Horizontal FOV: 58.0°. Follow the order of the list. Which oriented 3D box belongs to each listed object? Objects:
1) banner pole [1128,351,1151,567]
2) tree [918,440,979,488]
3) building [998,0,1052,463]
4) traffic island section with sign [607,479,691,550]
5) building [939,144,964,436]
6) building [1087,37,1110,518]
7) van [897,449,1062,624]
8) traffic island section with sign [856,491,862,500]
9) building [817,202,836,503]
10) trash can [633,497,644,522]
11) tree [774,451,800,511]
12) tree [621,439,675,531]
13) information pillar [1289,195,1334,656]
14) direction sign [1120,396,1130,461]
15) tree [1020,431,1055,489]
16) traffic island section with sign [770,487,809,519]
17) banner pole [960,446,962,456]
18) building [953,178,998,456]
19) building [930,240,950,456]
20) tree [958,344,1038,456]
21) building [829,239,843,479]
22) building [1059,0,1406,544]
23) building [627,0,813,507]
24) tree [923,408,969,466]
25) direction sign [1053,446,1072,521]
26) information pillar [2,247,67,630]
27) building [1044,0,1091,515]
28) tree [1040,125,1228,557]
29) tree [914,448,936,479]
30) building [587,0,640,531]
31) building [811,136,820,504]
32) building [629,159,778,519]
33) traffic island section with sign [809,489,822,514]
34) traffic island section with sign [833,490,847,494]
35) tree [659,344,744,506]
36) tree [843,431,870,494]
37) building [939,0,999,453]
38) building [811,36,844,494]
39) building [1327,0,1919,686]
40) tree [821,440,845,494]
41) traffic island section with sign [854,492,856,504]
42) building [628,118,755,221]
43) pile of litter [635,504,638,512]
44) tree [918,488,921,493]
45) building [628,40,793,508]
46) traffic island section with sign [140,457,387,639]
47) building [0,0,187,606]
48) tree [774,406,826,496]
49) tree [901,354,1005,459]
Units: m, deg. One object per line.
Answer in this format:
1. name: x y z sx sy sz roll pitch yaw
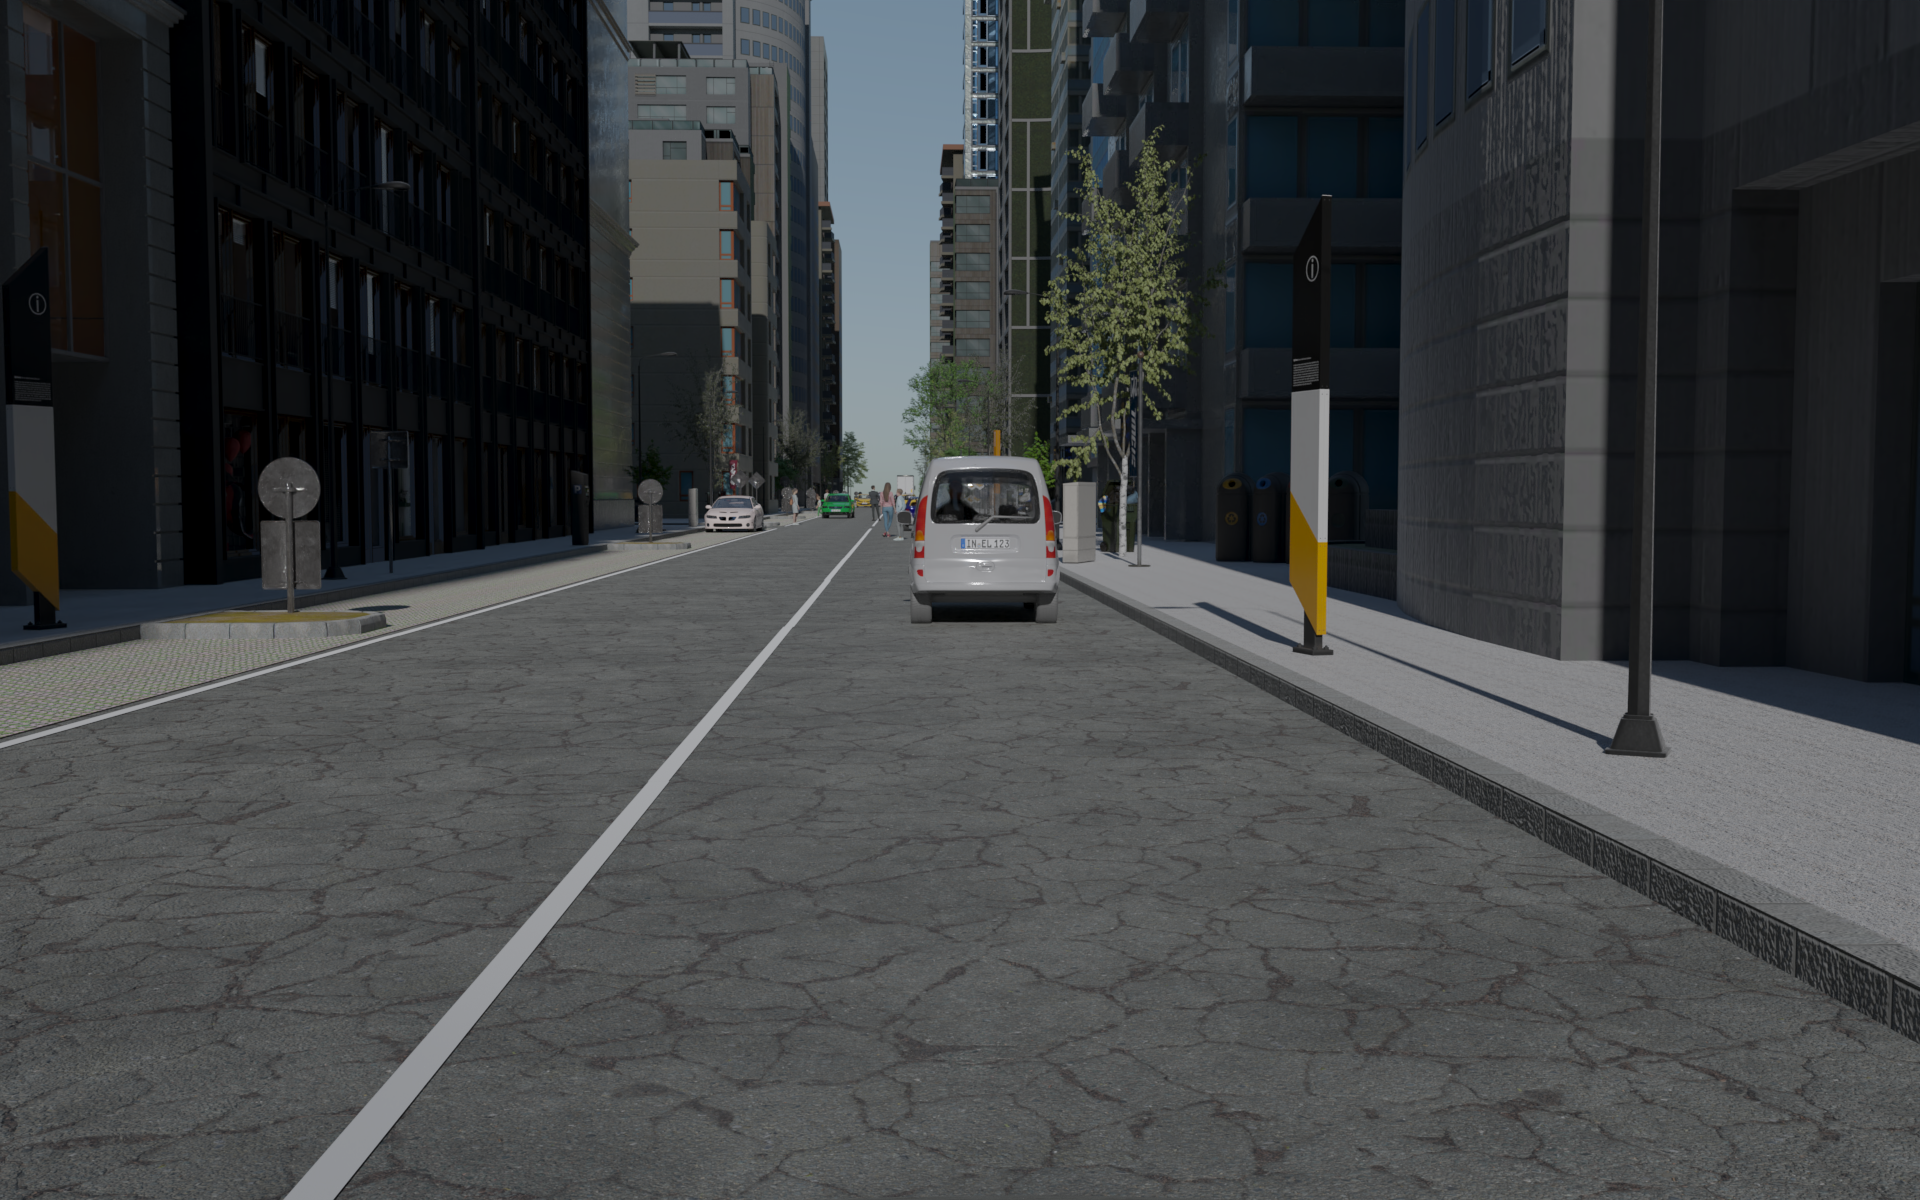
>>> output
1. banner pole: 3.125 -2.490 30.731 0.401 3.779 0.863 -1 4 -11
2. tree: 0.068 -7.389 104.523 4.285 4.588 4.351 0 3 0
3. building: 11.718 -43.014 141.524 20.563 71.187 20.611 0 4 -2
4. traffic island section with sign: -8.061 -2.230 45.096 1.989 1.847 2.006 0 4 -2
5. building: 8.554 -34.216 214.051 22.147 44.769 28.867 0 4 -2
6. building: 14.137 -26.656 85.935 14.200 45.320 14.600 0 4 -2
7. van: 0.242 -0.827 20.535 2.013 2.044 4.112 0 4 -1
8. traffic island section with sign: -16.468 -17.060 287.565 1.989 1.847 2.006 0 4 -2
9. building: -29.416 -36.516 251.663 22.147 44.769 28.867 0 4 -2
10. trash can: -14.806 -4.142 79.368 0.748 1.137 0.748 0 3 0
11. tree: -13.881 -9.083 132.213 4.285 4.588 4.351 0 3 0
12. tree: -10.647 -4.017 60.284 1.663 3.219 1.824 0 3 0
13. information pillar: 2.811 -1.378 13.884 0.183 3.616 0.504 -1 4 -17
14. direction sign: 3.853 -2.959 40.381 0.379 3.537 0.876 -1 4 -8
15. tree: 2.242 -3.580 53.129 1.663 3.219 1.824 0 3 0
16. traffic island section with sign: -9.973 -5.614 100.412 1.989 1.847 2.006 0 4 -2
17. banner pole: 0.039 -6.126 90.174 0.401 3.779 0.863 0 4 -4
18. building: 6.342 -23.819 161.138 14.160 30.474 14.107 0 4 -2
19. building: 2.102 -36.488 280.170 14.154 41.232 14.086 0 4 -2
20. tree: 1.701 -8.273 85.628 4.360 8.622 3.978 0 3 0
21. building: -27.152 -39.397 294.242 14.600 45.320 14.200 0 4 -2
22. building: 15.724 -26.543 53.590 23.786 49.044 30.456 0 4 -2
23. building: -26.596 -39.009 179.794 21.231 58.520 28.212 0 4 -2
24. tree: -1.088 -11.816 143.557 4.737 8.622 4.395 0 3 0
25. direction sign: 4.838 -5.489 81.737 0.876 3.537 0.379 0 4 0
26. information pillar: -8.731 -1.525 16.296 0.183 3.616 0.504 1 4 17
27. building: 18.526 -25.529 109.278 32.217 40.220 23.993 0 4 -2
28. tree: 3.393 -5.209 35.533 4.737 8.622 4.395 0 3 0
29. tree: -4.328 -17.710 239.921 4.360 8.622 3.978 0 3 0
30. building: -24.858 -16.193 62.013 25.104 27.353 12.463 0 4 -2
31. building: -24.837 -34.619 216.139 14.600 45.320 14.200 0 4 -2
32. building: -25.853 -15.832 103.893 27.650 21.520 28.899 0 4 -2
33. traffic island section with sign: -10.916 -7.276 127.583 1.989 1.847 2.006 0 4 -2
34. traffic island section with sign: -12.641 -10.330 177.522 1.989 1.847 2.006 0 4 -2
35. tree: -12.284 -8.185 84.185 4.360 8.622 3.978 0 3 0
36. tree: -20.142 -24.102 312.196 7.486 12.596 7.792 0 3 0
37. building: 9.247 -53.177 182.110 22.319 86.520 31.000 0 4 -2
38. building: -29.118 -51.239 276.001 20.563 71.187 20.611 0 4 -2
39. building: 15.031 -28.862 13.886 21.231 58.520 28.212 0 4 -2
40. tree: -17.199 -17.003 228.357 4.737 8.622 4.395 0 3 0
41. traffic island section with sign: -13.583 -11.994 204.731 1.989 1.847 2.006 0 4 -2
42. building: -23.742 -22.343 137.011 14.160 30.474 14.107 0 4 -2
43. pile of litter: -15.279 -4.200 82.627 1.719 0.858 1.176 -2 4 -25
44. tree: -6.144 -17.808 285.760 1.663 3.219 1.824 0 3 0
45. building: -22.945 -29.097 159.326 14.154 41.232 14.086 0 4 -2
46. traffic island section with sign: -7.103 -0.571 17.962 1.989 1.847 2.006 0 4 -2
47. building: -15.709 -14.123 8.412 11.434 29.767 29.804 0 4 -2
48. tree: -14.045 -12.138 148.823 4.360 8.622 3.978 0 3 0
49. tree: -0.652 -12.317 127.138 9.928 11.665 9.643 0 3 0
